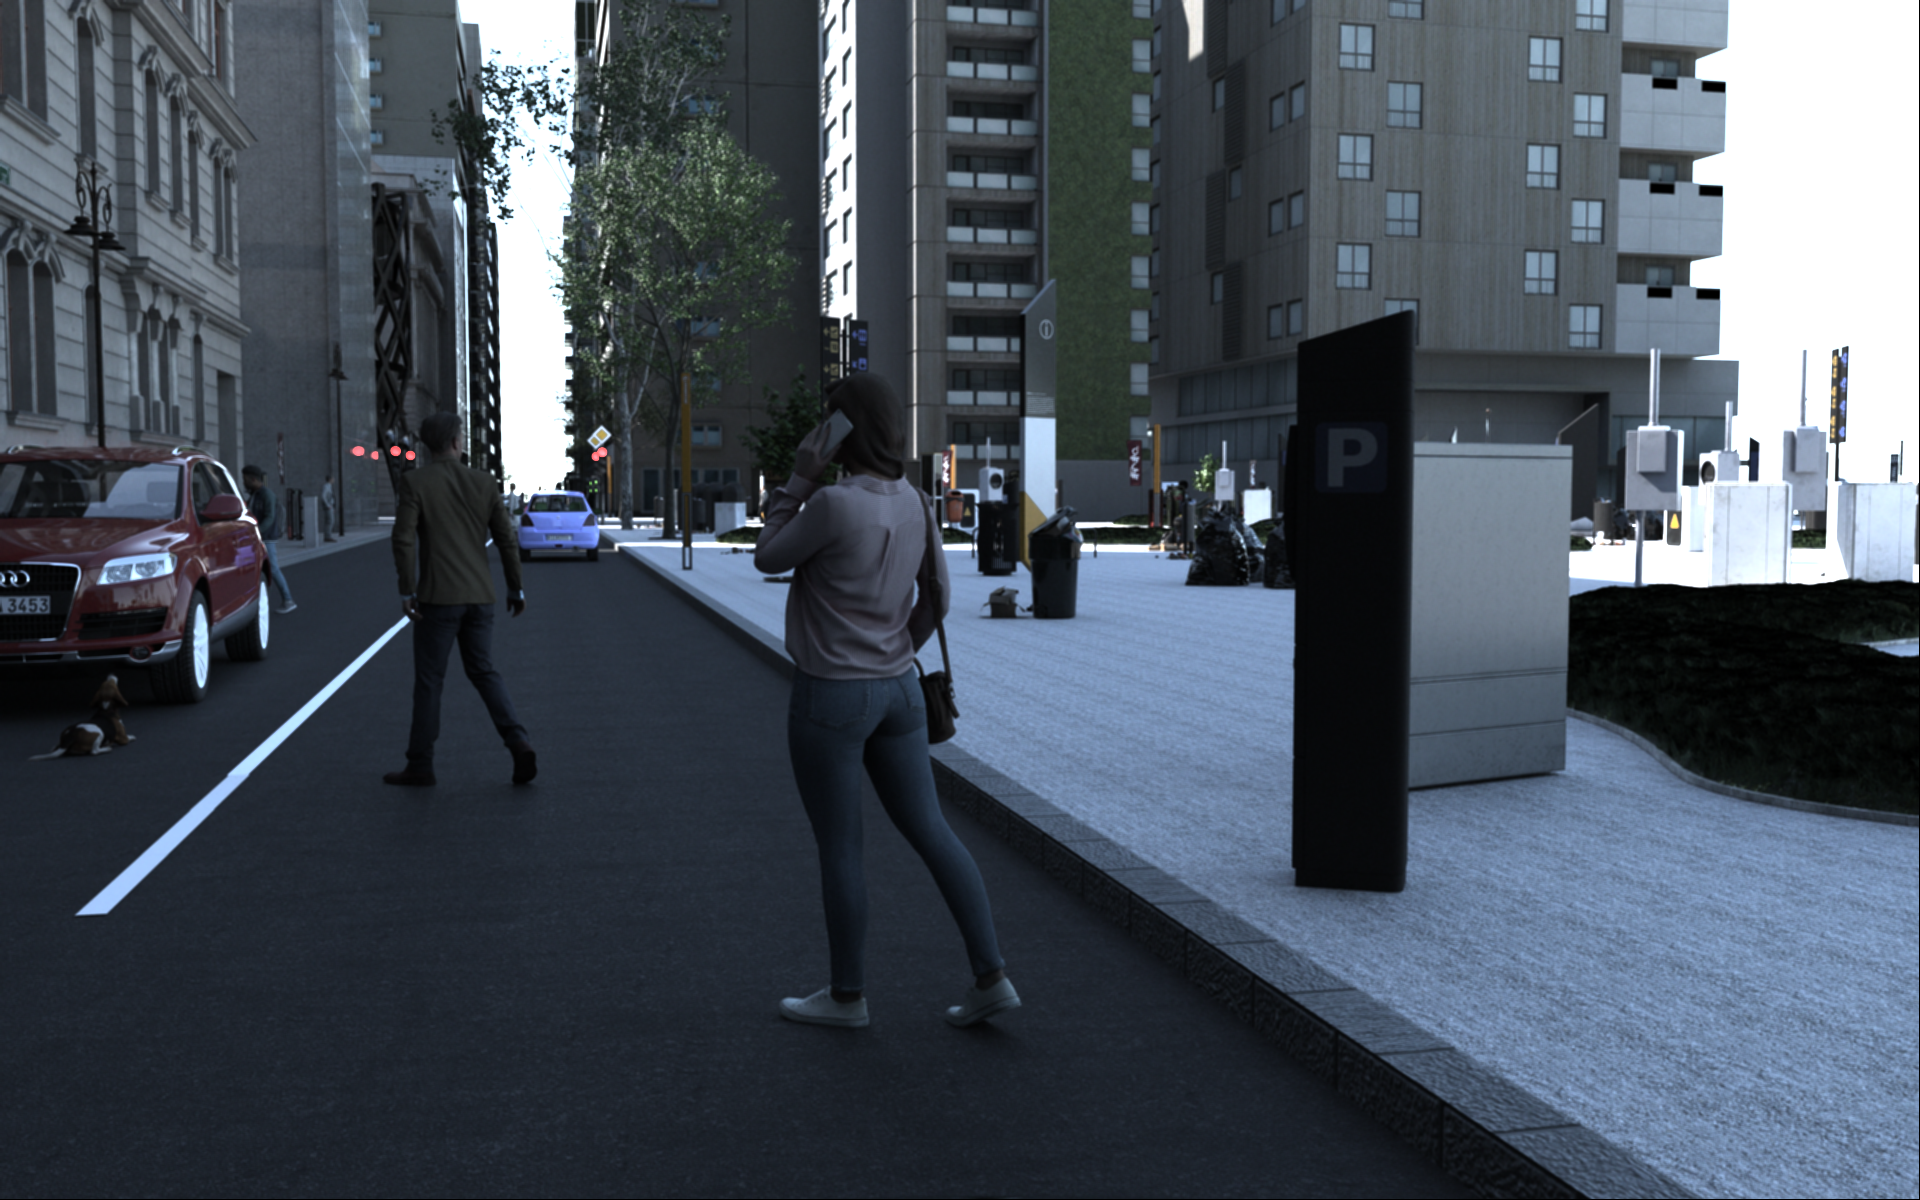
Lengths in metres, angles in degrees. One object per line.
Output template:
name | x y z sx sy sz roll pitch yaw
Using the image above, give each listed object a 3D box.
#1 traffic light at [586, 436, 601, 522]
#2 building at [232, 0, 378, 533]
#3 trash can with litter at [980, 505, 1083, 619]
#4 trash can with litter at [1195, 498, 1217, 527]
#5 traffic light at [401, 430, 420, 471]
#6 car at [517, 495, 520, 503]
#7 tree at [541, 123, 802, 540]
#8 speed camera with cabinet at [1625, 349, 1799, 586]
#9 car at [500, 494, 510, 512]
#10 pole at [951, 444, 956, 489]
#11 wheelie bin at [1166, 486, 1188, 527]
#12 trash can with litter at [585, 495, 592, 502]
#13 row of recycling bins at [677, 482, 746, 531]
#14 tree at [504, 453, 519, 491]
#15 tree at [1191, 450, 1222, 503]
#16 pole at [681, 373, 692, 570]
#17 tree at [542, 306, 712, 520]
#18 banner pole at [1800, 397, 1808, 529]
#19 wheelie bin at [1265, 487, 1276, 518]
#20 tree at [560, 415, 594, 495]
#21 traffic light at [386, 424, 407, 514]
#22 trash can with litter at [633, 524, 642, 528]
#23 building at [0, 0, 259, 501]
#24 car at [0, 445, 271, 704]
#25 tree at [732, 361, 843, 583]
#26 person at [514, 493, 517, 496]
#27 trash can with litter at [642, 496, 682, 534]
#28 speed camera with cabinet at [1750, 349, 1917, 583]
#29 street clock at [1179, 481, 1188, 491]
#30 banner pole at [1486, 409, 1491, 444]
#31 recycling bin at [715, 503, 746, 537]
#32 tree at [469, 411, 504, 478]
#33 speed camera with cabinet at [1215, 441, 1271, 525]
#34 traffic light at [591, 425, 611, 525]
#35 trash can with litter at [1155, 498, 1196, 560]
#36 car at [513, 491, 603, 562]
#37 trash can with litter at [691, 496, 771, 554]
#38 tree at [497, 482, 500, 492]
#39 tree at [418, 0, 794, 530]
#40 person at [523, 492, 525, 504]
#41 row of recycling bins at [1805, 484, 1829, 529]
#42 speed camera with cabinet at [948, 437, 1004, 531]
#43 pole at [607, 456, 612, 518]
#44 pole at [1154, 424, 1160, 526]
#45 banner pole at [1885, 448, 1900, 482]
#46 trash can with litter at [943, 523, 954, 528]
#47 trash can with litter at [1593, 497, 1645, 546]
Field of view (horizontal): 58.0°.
traffic light | -16.483 -5.472 78.396 0.839 4.253 0.868 -1 4 -14
building | -31.344 -14.792 59.873 19.932 24.808 12.078 -1 4 -14
trash can with litter | 0.736 -0.398 17.899 1.055 1.170 0.624 0 4 1
trash can with litter | 7.318 -2.560 53.248 1.055 1.170 0.624 -1 4 -22
traffic light | -24.218 -5.357 76.516 0.839 4.253 0.868 -1 4 -14
car | -64.311 -14.573 250.631 2.083 1.381 4.827 -1 4 -14
tree | -8.059 -7.515 48.618 9.928 11.665 9.643 0 3 0
speed camera with cabinet | 10.165 -1.785 23.519 2.038 3.252 0.660 2 4 29
car | -32.852 -6.880 124.292 2.131 1.459 4.920 -1 4 -14
pole | -0.266 -4.738 71.305 0.158 3.312 0.155 0 3 0
wheelie bin | 8.340 -3.581 66.465 0.980 1.594 0.693 3 5 43
trash can with litter | -29.881 -7.801 138.933 0.624 1.170 1.055 0 4 1
row of recycling bins | -8.674 -3.248 60.212 1.069 1.692 3.534 -3 5 -42
tree | -79.917 -21.678 304.797 4.737 8.622 4.395 0 3 0
tree | 10.995 -4.942 75.395 1.663 3.219 1.824 0 3 0
pole | -4.624 -2.167 29.278 0.158 3.312 0.155 0 3 0
tree | -16.800 -9.299 86.457 8.767 10.594 7.601 -3 5 -43
banner pole | 21.641 -3.334 44.525 0.401 3.779 0.863 3 4 36
wheelie bin | 13.346 -4.106 75.036 0.693 1.594 0.980 0 4 1
tree | -33.952 -12.616 156.630 4.360 8.622 3.978 0 3 0
traffic light | -22.340 -4.883 68.754 0.839 4.253 0.868 -1 4 -14
trash can with litter | -11.817 -3.367 66.108 1.678 1.210 2.233 3 5 40
building | -22.565 -15.057 33.575 14.401 28.519 23.554 -1 4 -14
car | -6.610 -0.281 13.266 2.281 1.827 5.304 -1 4 -14
tree | -2.245 -1.880 25.336 1.663 3.219 1.824 0 3 0
person | -61.470 -14.066 238.505 0.705 1.821 1.348 3 5 41
trash can with litter | -8.909 -2.764 56.246 2.233 1.210 1.678 -2 4 -26
speed camera with cabinet | 12.155 -1.813 23.985 2.038 3.252 0.660 -1 4 -9
street clock | 12.037 -5.432 93.382 0.471 2.002 0.358 -2 4 -33
banner pole | 15.428 -3.712 50.712 0.401 3.779 0.863 1 4 21
recycling bin | -6.803 -2.371 51.327 0.722 1.027 0.722 1 4 18
tree | -41.781 -11.951 145.759 4.737 8.622 4.395 0 3 0
speed camera with cabinet | 10.569 -4.298 64.612 2.038 3.252 0.660 1 4 13
traffic light | -14.605 -4.998 70.634 0.839 4.253 0.868 -1 4 -14
trash can with litter | 4.746 -1.438 34.572 1.678 1.210 2.233 1 4 20
car | -8.837 -1.743 38.094 1.945 1.707 3.694 -1 4 -13
trash can with litter | -4.430 -1.643 37.917 2.233 1.210 1.678 -3 5 -42
tree | -60.412 -14.084 224.871 1.663 3.219 1.824 0 3 0
tree | -12.105 -12.494 60.171 12.611 20.169 13.585 0 3 0
person | -65.876 -15.474 261.484 0.705 1.826 1.348 -1 4 -11
row of recycling bins | 30.960 -3.199 59.413 3.534 1.692 1.069 2 4 25
speed camera with cabinet | 0.545 -4.011 59.913 2.038 3.252 0.660 -3 4 -36
pole | -18.789 -6.058 92.896 0.158 3.312 0.155 0 3 0
pole | 5.757 -3.472 50.605 0.158 3.312 0.155 0 3 0
banner pole | 50.489 -6.358 93.970 0.401 3.779 0.863 -3 5 -42
trash can with litter | -0.795 -2.780 56.513 1.678 1.210 2.233 -2 4 -29
trash can with litter | 15.824 -1.976 43.364 1.678 1.210 2.233 -2 4 -35
